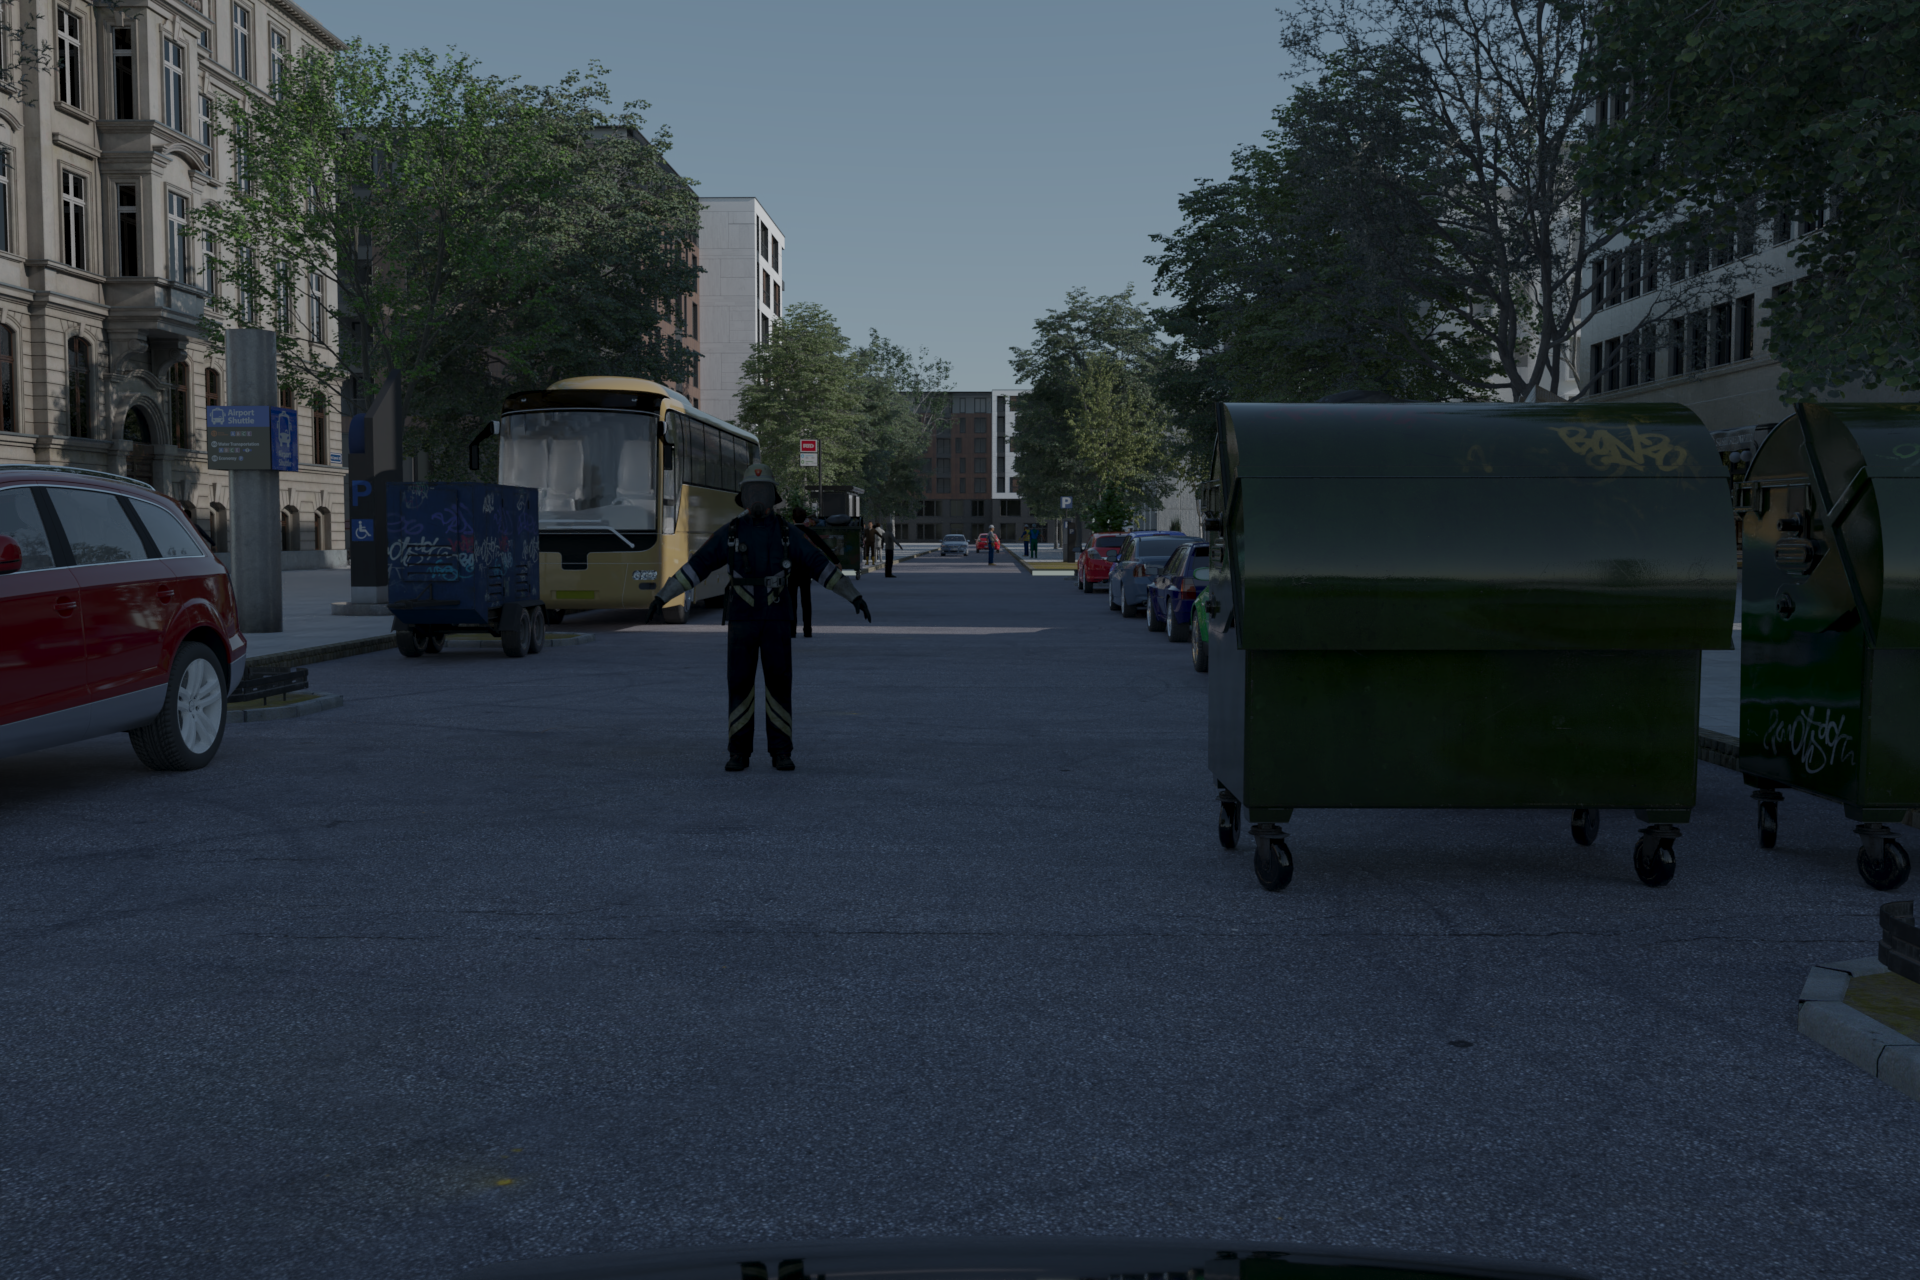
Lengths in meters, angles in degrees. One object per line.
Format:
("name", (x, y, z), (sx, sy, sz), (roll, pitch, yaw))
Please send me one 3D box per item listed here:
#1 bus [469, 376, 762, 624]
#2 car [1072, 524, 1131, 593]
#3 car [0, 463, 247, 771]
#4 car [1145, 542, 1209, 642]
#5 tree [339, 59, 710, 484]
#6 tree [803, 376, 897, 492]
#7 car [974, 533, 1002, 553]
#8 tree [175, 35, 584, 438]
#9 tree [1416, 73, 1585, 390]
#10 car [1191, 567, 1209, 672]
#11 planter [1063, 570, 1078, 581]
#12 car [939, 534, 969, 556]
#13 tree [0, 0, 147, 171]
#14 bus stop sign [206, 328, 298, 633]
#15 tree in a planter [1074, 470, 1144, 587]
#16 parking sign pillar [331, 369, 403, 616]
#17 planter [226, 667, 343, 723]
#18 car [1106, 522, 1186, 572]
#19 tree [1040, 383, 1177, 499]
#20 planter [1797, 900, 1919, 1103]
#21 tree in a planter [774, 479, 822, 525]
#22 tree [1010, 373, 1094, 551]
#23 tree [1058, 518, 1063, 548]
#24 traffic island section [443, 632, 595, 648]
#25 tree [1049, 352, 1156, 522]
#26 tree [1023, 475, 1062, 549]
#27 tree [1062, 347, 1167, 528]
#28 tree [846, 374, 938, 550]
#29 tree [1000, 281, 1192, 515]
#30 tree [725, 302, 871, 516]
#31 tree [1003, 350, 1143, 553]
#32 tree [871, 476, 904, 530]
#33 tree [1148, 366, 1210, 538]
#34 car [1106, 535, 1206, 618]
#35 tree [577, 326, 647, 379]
("bus", (-5.499, -2.398, 30.749), (2.896, 3.916, 12.252), (0, 4, 1))
("car", (3.912, -2.104, 43.445), (2.155, 1.783, 4.494), (0, 4, 1))
("car", (-5.656, -0.023, 9.054), (2.281, 1.827, 5.304), (0, 4, 1))
("car", (3.623, -0.715, 24.273), (1.945, 1.354, 3.894), (0, 3, 0))
("tree", (-11.462, -8.551, 46.471), (9.857, 13.997, 8.962), (0, 3, 0))
("tree", (-7.592, -11.315, 110.760), (9.928, 11.665, 9.643), (0, 3, 0))
("car", (2.125, -7.554, 132.547), (2.155, 1.783, 4.494), (0, 3, 0))
("tree", (-11.776, -6.709, 35.456), (9.928, 11.665, 9.643), (0, 3, 0))
("tree", (25.635, -13.180, 71.375), (12.611, 20.169, 13.585), (0, 3, 0))
("car", (3.290, -0.477, 16.597), (1.959, 1.807, 4.718), (0, 4, 1))
("planter", (4.243, -2.026, 54.264), (1.991, 0.319, 1.994), (0, 4, 1))
("car", (-0.359, -6.228, 113.831), (2.014, 1.417, 4.499), (0, 4, 1))
("tree", (-12.141, -6.301, 13.396), (12.009, 13.543, 11.850), (0, 3, 0))
("bus stop sign", (-9.191, -2.051, 22.551), (0.837, 3.901, 0.837), (0, 4, 2))
("tree in a planter", (4.181, -3.115, 48.149), (1.991, 3.239, 1.994), (0, 4, 1))
("parking sign pillar", (-9.328, -2.399, 27.690), (1.447, 3.967, 1.447), (0, 4, 2))
("planter", (-6.154, 0.437, 13.990), (1.991, 0.319, 1.994), (0, 4, 2))
("car", (3.976, -1.577, 35.376), (1.945, 1.707, 3.694), (0, 4, 1))
("tree", (8.012, -9.984, 97.658), (8.767, 10.594, 7.601), (0, 4, -3))
("planter", (3.408, 1.012, 4.598), (1.991, 0.319, 1.994), (0, 3, 0))
("tree in a planter", (-5.350, -3.620, 56.409), (1.991, 3.239, 1.994), (0, 4, 1))
("tree", (8.230, -13.886, 133.691), (9.857, 13.997, 8.962), (0, 3, 0))
("tree", (9.435, -14.318, 159.846), (9.928, 11.665, 9.643), (0, 3, 0))
("traffic island section", (-5.909, 0.002, 22.835), (1.991, 0.108, 1.994), (0, 4, 2))
("tree", (8.842, -11.574, 107.369), (7.486, 12.596, 7.792), (0, 3, 0))
("tree", (8.432, -14.093, 148.550), (7.486, 12.596, 7.792), (0, 3, 0))
("tree", (5.785, -7.186, 67.849), (4.737, 8.622, 4.395), (0, 3, 0))
("tree", (-6.637, -14.094, 137.093), (9.857, 13.997, 8.962), (0, 3, 0))
("tree", (7.086, -11.023, 86.876), (9.857, 13.997, 8.962), (0, 3, 0))
("tree", (-7.974, -10.216, 85.159), (7.486, 12.596, 7.792), (0, 3, 0))
("tree", (8.109, -13.048, 119.988), (9.857, 13.997, 8.962), (0, 3, 0))
("tree", (-6.844, -11.947, 145.703), (4.360, 8.622, 3.978), (0, 3, 0))
("tree", (10.340, -7.615, 74.872), (4.737, 8.622, 4.395), (0, 3, 0))
("car", (3.659, -1.160, 30.963), (2.014, 1.417, 4.499), (0, 4, 0))
("tree", (-11.519, -6.424, 55.387), (4.360, 8.622, 3.978), (0, 3, 0))
